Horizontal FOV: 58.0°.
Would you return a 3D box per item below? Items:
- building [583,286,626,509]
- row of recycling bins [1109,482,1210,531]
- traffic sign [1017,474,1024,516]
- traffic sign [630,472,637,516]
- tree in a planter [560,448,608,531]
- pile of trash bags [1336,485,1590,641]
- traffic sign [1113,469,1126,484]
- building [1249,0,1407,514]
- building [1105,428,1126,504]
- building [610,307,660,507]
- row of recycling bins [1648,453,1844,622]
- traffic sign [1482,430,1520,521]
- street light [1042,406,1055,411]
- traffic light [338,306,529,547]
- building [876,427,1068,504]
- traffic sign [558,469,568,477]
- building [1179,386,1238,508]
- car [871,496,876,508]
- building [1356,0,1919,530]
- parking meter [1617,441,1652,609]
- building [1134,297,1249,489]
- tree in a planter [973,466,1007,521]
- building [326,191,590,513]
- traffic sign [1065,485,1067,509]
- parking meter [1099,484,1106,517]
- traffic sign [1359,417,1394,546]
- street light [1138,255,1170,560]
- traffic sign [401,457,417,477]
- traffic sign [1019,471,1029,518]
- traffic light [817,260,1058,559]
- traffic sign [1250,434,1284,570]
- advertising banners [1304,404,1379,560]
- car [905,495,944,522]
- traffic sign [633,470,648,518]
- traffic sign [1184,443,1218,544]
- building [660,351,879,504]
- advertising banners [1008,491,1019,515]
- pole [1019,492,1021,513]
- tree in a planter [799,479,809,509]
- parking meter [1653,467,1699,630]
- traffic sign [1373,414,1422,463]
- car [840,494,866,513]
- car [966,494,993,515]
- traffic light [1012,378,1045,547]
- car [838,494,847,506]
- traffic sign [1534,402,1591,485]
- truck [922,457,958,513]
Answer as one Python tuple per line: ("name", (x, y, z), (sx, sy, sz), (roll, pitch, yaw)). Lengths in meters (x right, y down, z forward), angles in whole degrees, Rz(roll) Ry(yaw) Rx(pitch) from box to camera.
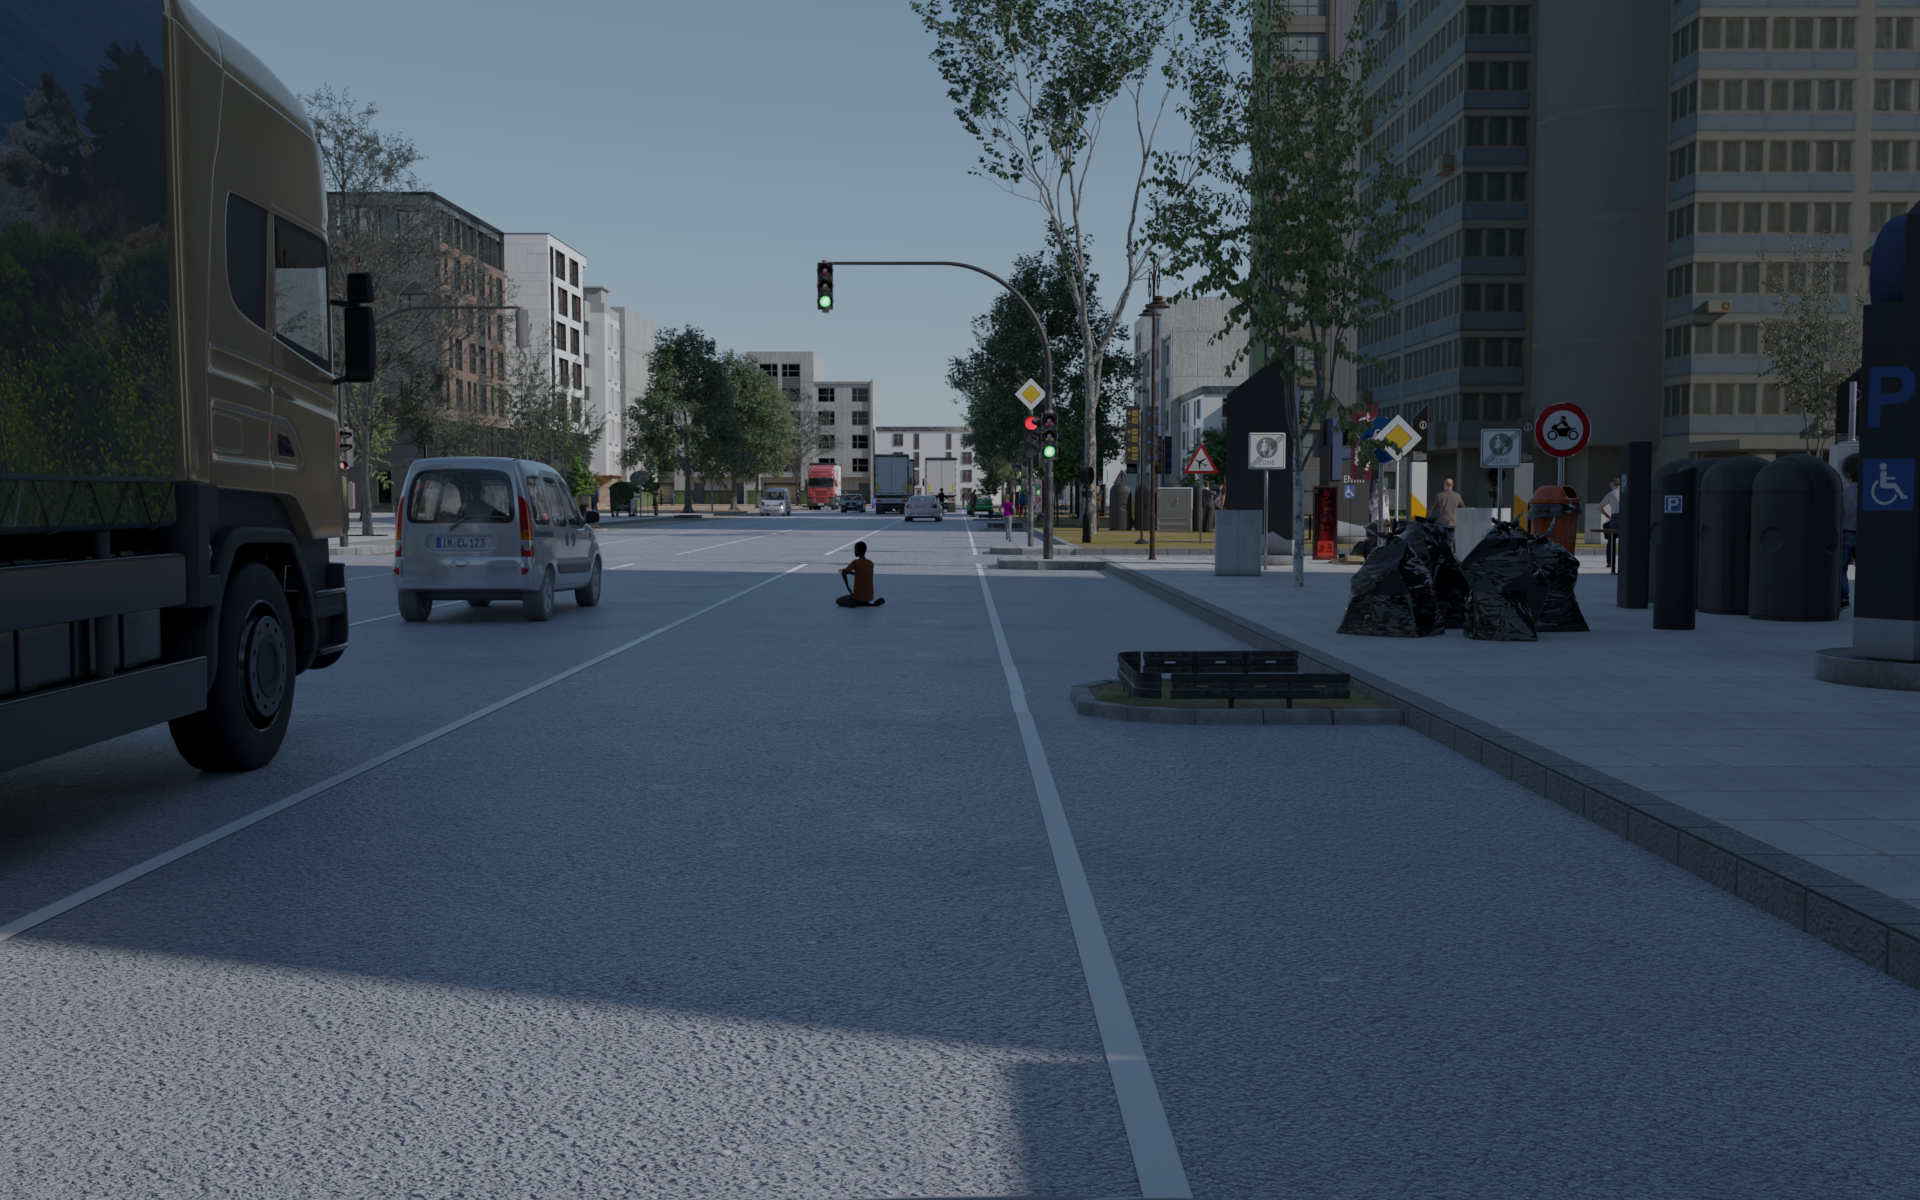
("building", (-38.902, -18.295, 155.548), (16.016, 20.091, 11.380), (0, 3, 0))
("row of recycling bins", (6.968, -3.262, 60.440), (3.534, 1.692, 1.069), (0, 4, 8))
("traffic sign", (3.740, -6.283, 102.828), (0.768, 2.556, 0.104), (0, 4, 5))
("traffic sign", (-18.695, -6.109, 99.984), (0.768, 2.556, 0.104), (0, 4, 5))
("tree in a planter", (-14.691, -4.251, 66.720), (1.991, 3.239, 1.994), (0, 3, 0))
("pile of trash bags", (5.138, -0.420, 16.624), (1.912, 1.369, 3.447), (3, 5, 40))
("traffic sign", (8.416, -5.517, 90.209), (0.884, 2.594, 0.081), (0, 4, 4))
("building", (24.837, -25.866, 106.508), (14.154, 41.232, 14.086), (0, 3, 0))
("building", (32.362, -16.978, 219.740), (28.070, 9.664, 9.099), (0, 3, 0))
("building", (-47.317, -18.688, 172.008), (31.486, 18.905, 16.747), (0, 3, 0))
("row of recycling bins", (8.504, -0.730, 19.046), (1.069, 1.692, 3.534), (0, 3, 0))
("traffic sign", (8.505, -1.540, 27.304), (0.606, 2.300, 0.079), (0, 4, 7))
("street light", (3.725, -6.115, 72.769), (0.468, 5.910, 1.993), (0, 3, 0))
("traffic light", (-12.853, -4.117, 41.980), (4.771, 5.953, 1.251), (0, 3, 0))
("building", (3.570, -16.970, 219.602), (28.070, 9.664, 9.099), (0, 3, 0))
("traffic sign", (-20.437, -5.449, 89.204), (0.768, 2.556, 0.104), (0, 4, 6))
("building", (23.286, -11.760, 134.428), (9.099, 9.664, 28.070), (0, 3, 0))
("car", (-8.288, -10.410, 179.793), (1.945, 1.707, 3.694), (0, 4, -1))
("building", (29.876, -23.078, 69.213), (23.993, 40.220, 32.217), (0, 3, 0))
("parking meter", (7.582, -0.842, 19.477), (0.255, 1.863, 0.399), (0, 4, 5))
("building", (26.392, -18.191, 163.872), (16.747, 18.905, 31.486), (0, 3, 0))
("tree in a planter", (1.670, -5.895, 93.606), (1.991, 3.239, 1.994), (0, 3, 0))
("building", (-46.066, -17.709, 133.521), (27.936, 21.610, 32.646), (0, 3, 0))
("traffic sign", (7.152, -7.193, 117.616), (0.884, 2.594, 0.081), (0, 4, 4))
("parking meter", (8.119, -5.697, 98.854), (0.399, 1.863, 0.255), (2, 4, 27))
("traffic sign", (6.977, -1.749, 28.703), (0.768, 2.556, 0.104), (0, 4, 2))
("street light", (3.751, -3.721, 33.633), (0.468, 5.910, 1.993), (0, 3, 0))
("traffic sign", (-18.968, -3.660, 59.945), (0.768, 2.556, 0.104), (0, 4, 2))
("traffic sign", (3.561, -5.723, 93.675), (0.768, 2.556, 0.104), (0, 4, 2))
("traffic light", (-0.385, -3.620, 33.850), (4.771, 5.953, 1.251), (0, 3, 0))
("traffic sign", (5.133, -1.647, 29.051), (0.606, 2.300, 0.079), (0, 4, 1))
("advertising banners", (7.054, -2.285, 33.545), (2.074, 3.025, 0.090), (0, 4, 0))
("car", (-1.902, -4.809, 90.990), (2.083, 1.381, 4.827), (0, 4, 2))
("traffic sign", (-17.004, -5.633, 92.201), (0.768, 2.556, 0.104), (0, 4, 2))
("traffic sign", (6.189, -2.723, 44.522), (0.884, 2.594, 0.081), (0, 4, 3))
("building", (-26.558, -21.817, 223.162), (31.486, 18.905, 16.747), (0, 3, 0))
("advertising banners", (3.474, -6.702, 105.772), (0.090, 3.025, 2.074), (-2, 4, -26))
("pole", (4.110, -7.524, 116.858), (0.158, 3.312, 0.155), (0, 3, 0))
("tree in a planter", (-14.818, -10.612, 170.732), (1.991, 3.239, 1.994), (0, 3, 0))
("parking meter", (6.793, -0.491, 16.433), (0.372, 1.533, 0.369), (0, 3, 0))
("traffic sign", (7.211, -1.759, 28.497), (0.795, 2.593, 0.064), (0, 4, 4))
("car", (-8.260, -7.596, 133.973), (2.009, 1.686, 4.222), (0, 4, 1))
("car", (1.375, -6.822, 120.335), (1.959, 1.807, 4.718), (0, 4, -1))
("traffic light", (1.697, -3.245, 41.979), (0.839, 4.253, 0.868), (0, 3, 0))
("car", (-12.061, -10.182, 178.271), (2.131, 1.459, 4.920), (0, 4, 0))
("traffic sign", (8.384, -1.472, 24.173), (0.768, 2.556, 0.104), (0, 4, 5))
("truck", (-1.568, -9.103, 137.741), (2.839, 4.237, 11.283), (0, 4, -1))
